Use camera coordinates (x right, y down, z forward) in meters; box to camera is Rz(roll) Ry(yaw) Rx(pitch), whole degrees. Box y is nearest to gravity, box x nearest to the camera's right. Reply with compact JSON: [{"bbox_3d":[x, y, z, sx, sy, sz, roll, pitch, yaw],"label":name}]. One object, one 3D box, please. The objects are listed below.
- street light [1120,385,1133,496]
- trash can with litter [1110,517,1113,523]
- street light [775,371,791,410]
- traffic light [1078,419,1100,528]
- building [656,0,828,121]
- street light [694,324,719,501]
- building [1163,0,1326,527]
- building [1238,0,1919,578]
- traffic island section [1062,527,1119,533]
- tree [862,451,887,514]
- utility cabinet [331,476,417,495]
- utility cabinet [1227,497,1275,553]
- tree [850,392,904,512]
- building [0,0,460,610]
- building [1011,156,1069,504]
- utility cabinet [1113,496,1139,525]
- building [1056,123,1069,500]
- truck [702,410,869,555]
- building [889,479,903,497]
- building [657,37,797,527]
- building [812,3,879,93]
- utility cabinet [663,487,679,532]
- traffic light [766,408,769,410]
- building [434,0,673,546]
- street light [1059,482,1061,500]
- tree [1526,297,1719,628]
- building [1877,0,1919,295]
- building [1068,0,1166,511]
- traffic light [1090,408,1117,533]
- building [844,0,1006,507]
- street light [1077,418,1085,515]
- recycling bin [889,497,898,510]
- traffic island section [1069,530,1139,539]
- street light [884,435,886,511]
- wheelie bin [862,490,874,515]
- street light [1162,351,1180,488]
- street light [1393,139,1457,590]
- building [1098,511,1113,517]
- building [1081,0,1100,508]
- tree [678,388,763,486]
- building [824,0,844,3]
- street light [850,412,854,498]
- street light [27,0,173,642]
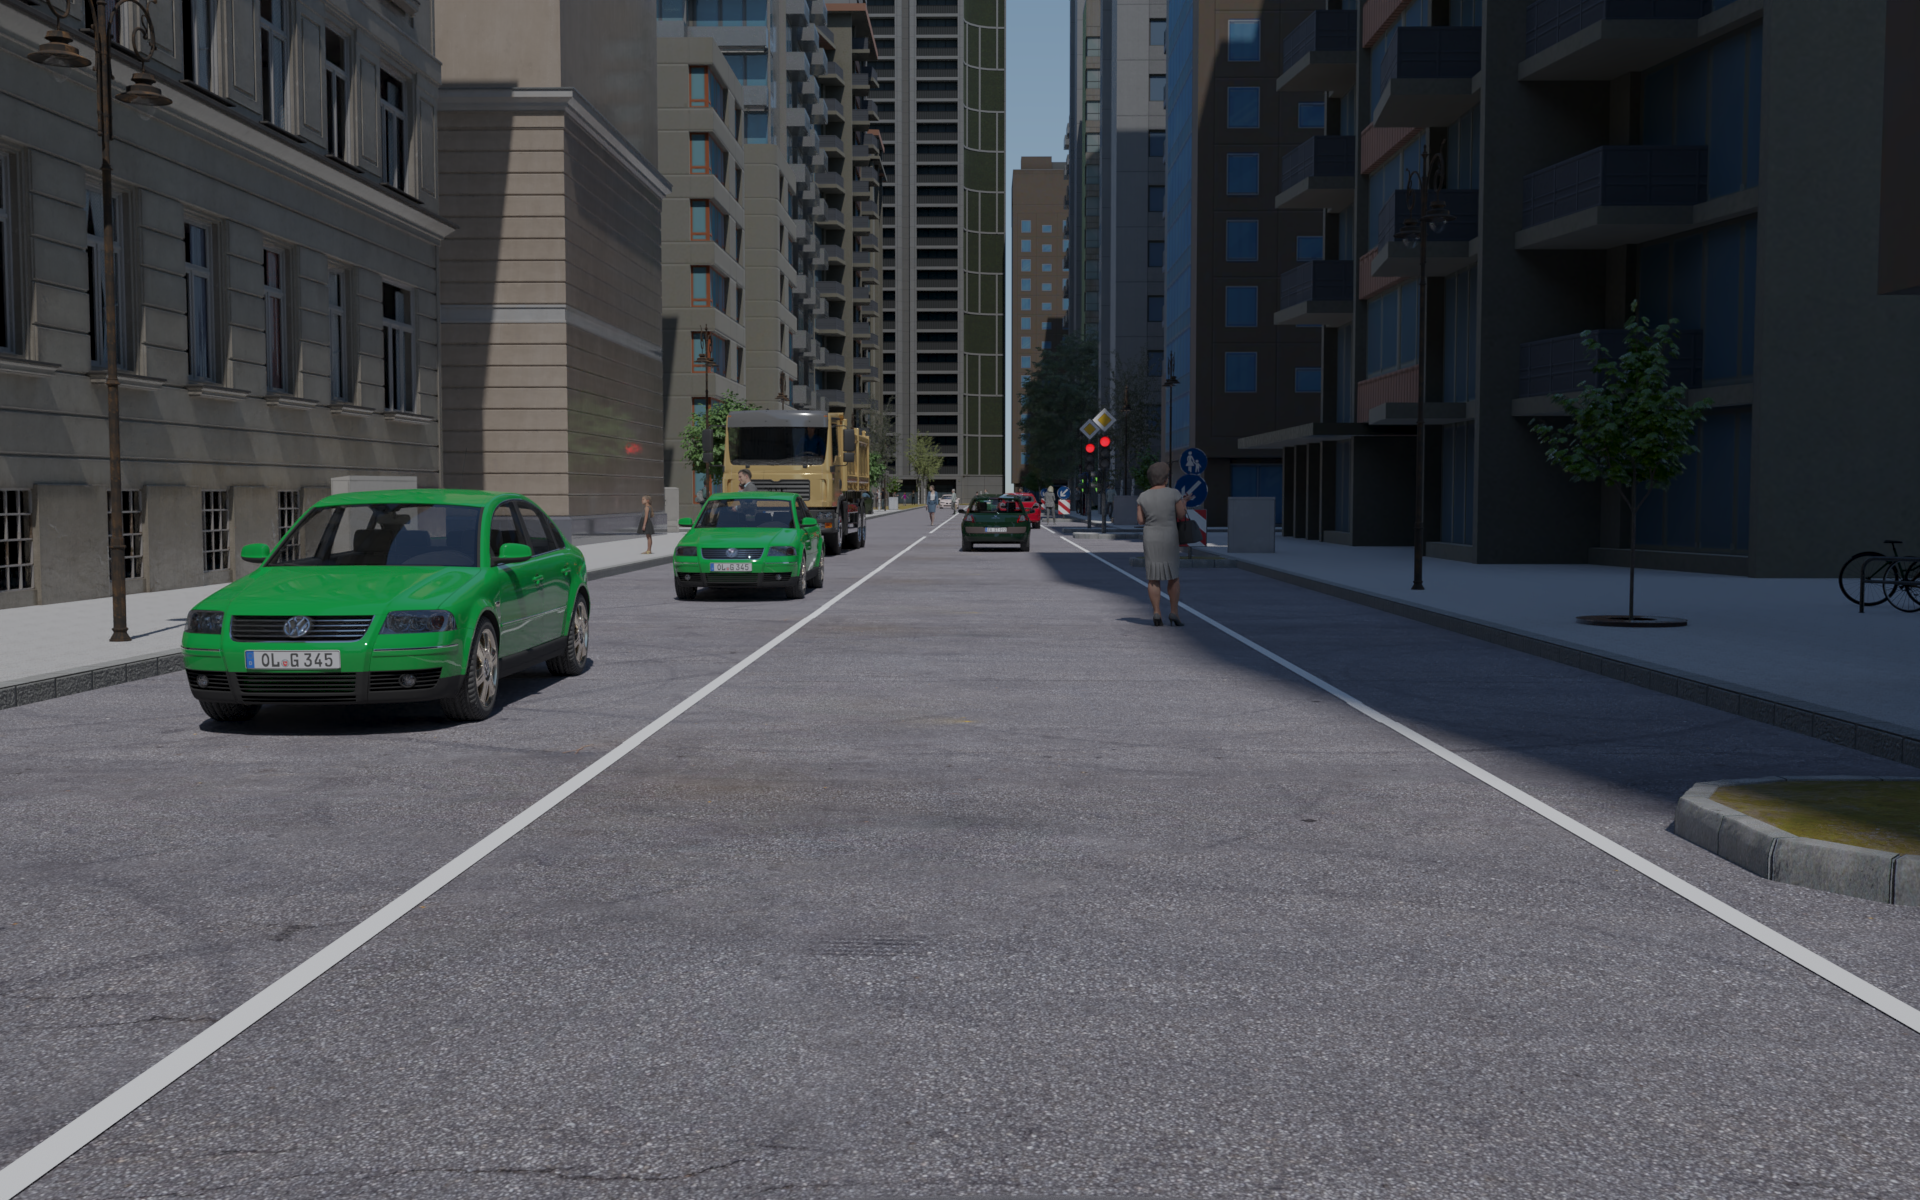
[{"bbox_3d":[7.029,-6.150,73.335,0.468,5.910,1.993,0,4,1],"label":"street light"},{"bbox_3d":[6.905,-3.983,76.511,0.624,1.170,1.055,-1,4,-17],"label":"trash can with litter"},{"bbox_3d":[-6.639,-5.643,65.057,0.468,5.910,1.993,0,4,1],"label":"street light"},{"bbox_3d":[4.806,-4.623,64.500,0.839,4.253,0.868,0,4,1],"label":"traffic light"},{"bbox_3d":[-20.763,-30.435,117.222,23.786,49.044,30.456,0,4,1],"label":"building"},{"bbox_3d":[-6.885,-4.550,47.175,0.468,5.910,1.993,0,4,1],"label":"street light"},{"bbox_3d":[16.259,-25.822,72.301,14.200,45.320,14.600,0,4,1],"label":"building"},{"bbox_3d":[19.191,-23.477,38.477,22.147,44.769,28.867,0,4,1],"label":"building"},{"bbox_3d":[4.845,-2.589,64.613,2.009,0.180,2.903,0,4,1],"label":"traffic island section"},{"bbox_3d":[-6.396,-7.943,113.587,4.285,4.588,4.351,0,3,0],"label":"tree"},{"bbox_3d":[-7.241,-0.781,21.448,0.318,1.500,1.173,2,4,24],"label":"utility cabinet"},{"bbox_3d":[6.367,-1.632,37.853,1.020,1.237,0.306,1,4,8],"label":"utility cabinet"},{"bbox_3d":[-5.799,-10.540,122.697,4.360,8.622,3.978,0,3,0],"label":"tree"},{"bbox_3d":[-17.826,-11.428,20.135,16.112,22.955,30.059,0,4,1],"label":"building"},{"bbox_3d":[14.064,-35.621,232.513,14.200,45.320,14.600,0,4,1],"label":"building"},{"bbox_3d":[6.874,-3.703,71.706,1.020,1.237,0.306,1,4,10],"label":"utility cabinet"},{"bbox_3d":[23.205,-35.337,197.372,23.786,49.044,30.456,0,4,1],"label":"building"},{"bbox_3d":[-3.951,-2.866,42.781,3.469,3.379,9.791,0,4,2],"label":"truck"},{"bbox_3d":[-21.670,-33.479,202.013,28.867,44.769,22.147,0,4,1],"label":"building"},{"bbox_3d":[-22.956,-14.400,80.483,27.650,21.520,28.899,0,4,1],"label":"building"},{"bbox_3d":[-18.662,-30.535,153.865,22.147,44.769,28.867,0,4,1],"label":"building"},{"bbox_3d":[-9.921,-2.985,57.478,1.173,1.500,0.318,-2,4,-34],"label":"utility cabinet"},{"bbox_3d":[-6.272,-4.143,56.660,0.839,4.253,0.868,0,4,1],"label":"traffic light"},{"bbox_3d":[-19.070,-16.022,47.857,20.117,28.700,13.634,0,4,1],"label":"building"},{"bbox_3d":[7.969,-10.107,138.032,0.468,5.910,1.993,0,4,1],"label":"street light"},{"bbox_3d":[6.698,-1.380,17.162,1.663,3.219,1.824,0,3,0],"label":"tree"},{"bbox_3d":[13.346,-21.643,3.967,14.600,45.320,14.200,0,4,1],"label":"building"},{"bbox_3d":[21.030,-38.241,167.247,21.231,58.520,28.212,0,4,1],"label":"building"},{"bbox_3d":[4.688,-4.134,56.516,0.839,4.253,0.868,0,4,1],"label":"traffic light"},{"bbox_3d":[-4.066,-48.672,234.033,20.611,71.187,20.563,0,4,1],"label":"building"},{"bbox_3d":[7.411,-8.127,105.667,0.468,5.910,1.993,0,4,1],"label":"street light"},{"bbox_3d":[-5.340,-7.709,138.588,0.722,1.027,0.722,0,4,-6],"label":"recycling bin"},{"bbox_3d":[4.728,-2.101,56.629,2.009,0.180,2.903,0,4,1],"label":"traffic island section"},{"bbox_3d":[-5.627,-9.618,130.039,0.468,5.910,1.993,0,4,1],"label":"street light"},{"bbox_3d":[-5.770,-6.154,108.520,0.693,1.594,0.980,1,4,9],"label":"wheelie bin"},{"bbox_3d":[6.807,-5.088,55.978,0.468,5.910,1.993,0,4,1],"label":"street light"},{"bbox_3d":[6.147,-3.076,23.074,0.468,5.910,1.993,0,4,1],"label":"street light"},{"bbox_3d":[19.284,-34.638,108.333,21.231,58.520,28.212,0,4,1],"label":"building"},{"bbox_3d":[17.195,-28.288,146.101,14.154,41.232,14.086,0,4,1],"label":"building"},{"bbox_3d":[-7.047,-4.278,53.664,4.285,4.588,4.351,0,3,0],"label":"tree"},{"bbox_3d":[-17.811,-45.229,177.741,20.563,71.187,20.611,0,4,1],"label":"building"},{"bbox_3d":[-6.049,-7.645,97.789,0.468,5.910,1.993,0,4,1],"label":"street light"},{"bbox_3d":[-7.322,-2.577,14.925,0.468,5.910,1.993,0,4,1],"label":"street light"}]
